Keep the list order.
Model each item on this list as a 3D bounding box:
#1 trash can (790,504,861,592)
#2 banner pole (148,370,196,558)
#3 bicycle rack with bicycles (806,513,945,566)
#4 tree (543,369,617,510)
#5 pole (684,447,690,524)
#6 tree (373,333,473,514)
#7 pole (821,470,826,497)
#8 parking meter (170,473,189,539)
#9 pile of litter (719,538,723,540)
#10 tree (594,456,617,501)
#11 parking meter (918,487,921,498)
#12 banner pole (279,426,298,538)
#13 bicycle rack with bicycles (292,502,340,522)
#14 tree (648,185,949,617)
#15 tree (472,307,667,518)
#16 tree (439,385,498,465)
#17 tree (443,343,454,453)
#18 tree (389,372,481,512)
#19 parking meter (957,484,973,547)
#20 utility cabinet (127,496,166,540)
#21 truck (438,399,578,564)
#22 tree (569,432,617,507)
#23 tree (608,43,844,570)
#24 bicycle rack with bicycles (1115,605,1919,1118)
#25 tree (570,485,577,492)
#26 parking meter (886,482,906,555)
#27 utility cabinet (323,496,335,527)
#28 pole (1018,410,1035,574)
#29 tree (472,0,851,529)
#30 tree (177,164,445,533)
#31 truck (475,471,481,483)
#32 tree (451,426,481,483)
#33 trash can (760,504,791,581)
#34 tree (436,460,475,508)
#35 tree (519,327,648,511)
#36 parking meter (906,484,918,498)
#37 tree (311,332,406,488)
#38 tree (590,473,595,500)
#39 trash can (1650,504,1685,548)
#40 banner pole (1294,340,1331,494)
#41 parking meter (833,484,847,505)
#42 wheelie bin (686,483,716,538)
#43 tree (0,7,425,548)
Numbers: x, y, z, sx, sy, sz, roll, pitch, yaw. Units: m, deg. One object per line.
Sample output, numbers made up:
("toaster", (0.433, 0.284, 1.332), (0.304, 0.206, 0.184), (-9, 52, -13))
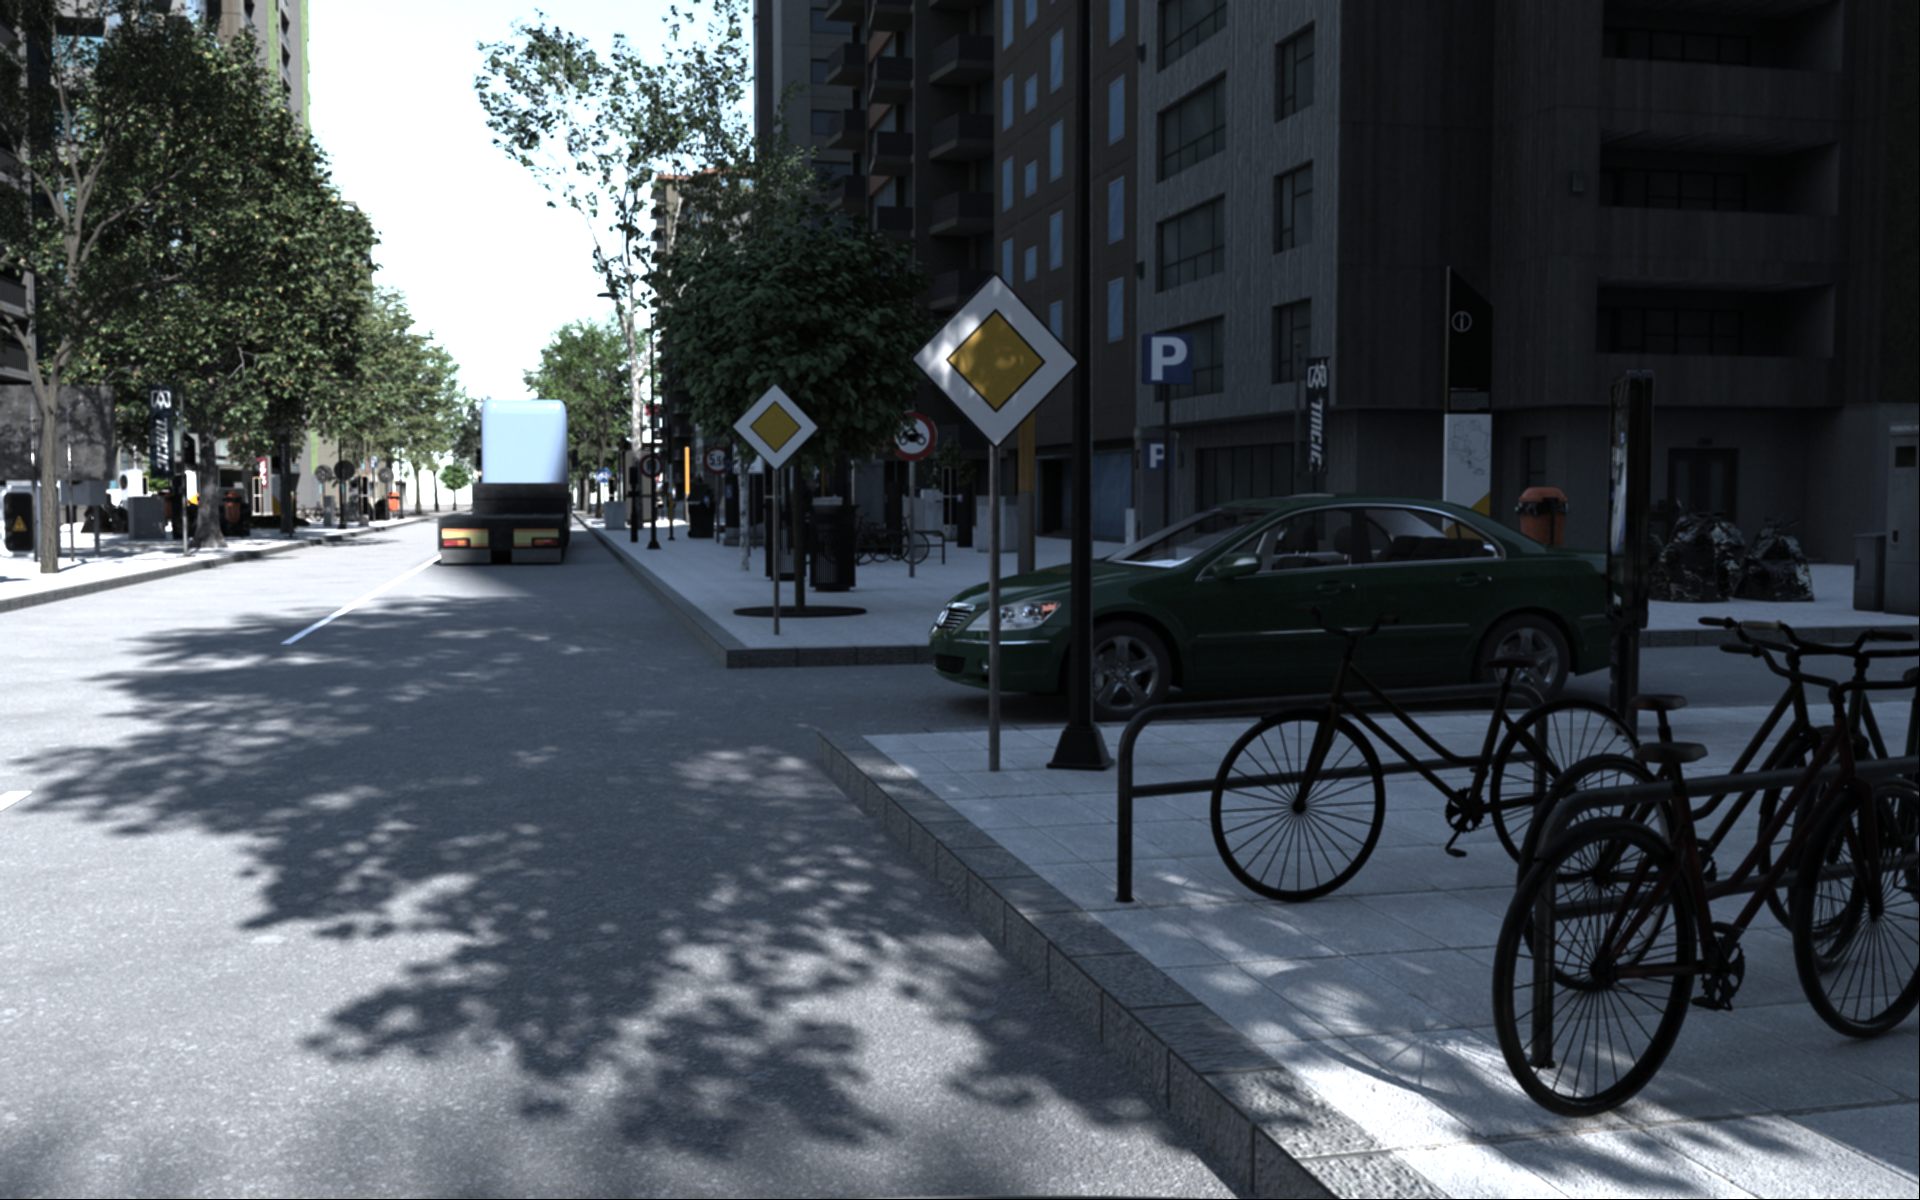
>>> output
("trash can", (-1.684, -0.686, 22.864), (0.748, 1.137, 0.748), (0, 3, 0))
("banner pole", (-15.895, -2.745, 34.895), (0.863, 3.779, 0.401), (-3, 5, -40))
("bicycle rack with bicycles", (-1.710, -1.140, 32.014), (2.925, 0.926, 2.852), (-2, 4, -29))
("tree", (-31.465, -13.692, 141.990), (7.486, 12.596, 7.792), (0, 3, 0))
("pole", (-11.860, -4.978, 75.226), (0.158, 3.312, 0.155), (0, 3, 0))
("tree", (-34.998, -11.331, 111.022), (9.928, 11.665, 9.643), (0, 3, 0))
("pole", (-3.516, -3.073, 44.086), (0.158, 3.312, 0.155), (0, 3, 0))
("parking meter", (-22.103, -2.650, 49.038), (0.255, 1.863, 0.399), (3, 4, 38))
("pile of litter", (-6.069, -2.149, 49.108), (1.719, 0.858, 1.176), (0, 4, -4))
("tree", (-17.157, -5.636, 86.748), (1.663, 3.219, 1.824), (0, 3, 0))
("parking meter", (-1.285, -2.464, 48.705), (0.372, 1.533, 0.369), (0, 3, 0))
("banner pole", (-19.717, -3.709, 50.666), (0.401, 3.779, 0.863), (-3, 5, -45))
("bicycle rack with bicycles", (-29.470, -4.113, 80.631), (2.925, 0.926, 2.852), (-1, 4, -15))
("tree", (-1.663, -2.135, 18.623), (4.285, 4.588, 4.351), (0, 3, 0))
("tree", (-19.662, -10.335, 94.740), (9.928, 11.665, 9.643), (0, 3, 0))
("tree", (-53.484, -17.287, 193.018), (12.009, 13.543, 11.850), (0, 3, 0))
("tree", (-31.338, -10.728, 93.523), (7.486, 12.596, 7.792), (0, 3, 0))
("tree", (-37.630, -11.620, 124.393), (8.767, 10.594, 7.601), (-1, 4, -17))
("parking meter", (0.118, -2.042, 41.796), (0.372, 1.533, 0.369), (0, 3, 0))
("utility cabinet", (-23.090, -2.325, 49.168), (0.306, 1.237, 1.020), (2, 4, 27))
("truck", (-11.169, -3.299, 43.695), (2.967, 4.110, 18.799), (-1, 4, -12))
("tree", (-38.148, -15.668, 173.175), (9.611, 12.733, 9.660), (0, 3, 0))
("tree", (-3.639, -4.789, 28.668), (4.737, 8.622, 4.395), (0, 3, 0))
("bicycle rack with bicycles", (1.901, 0.513, 4.996), (2.925, 0.926, 2.852), (-2, 4, -25))
("tree", (-40.975, -14.525, 187.848), (4.360, 8.622, 3.978), (0, 3, 0))
("parking meter", (-1.390, -1.734, 36.769), (0.372, 1.533, 0.369), (0, 3, 0))
("utility cabinet", (-24.963, -3.508, 68.514), (0.306, 1.237, 1.020), (-1, 4, -11))
("pole", (0.798, -1.645, 20.736), (0.158, 3.312, 0.155), (0, 3, 0))
("tree", (-10.328, -12.594, 61.800), (12.611, 20.169, 13.585), (0, 3, 0))
("tree", (-21.795, -8.443, 56.168), (7.486, 12.596, 7.792), (0, 3, 0))
("truck", (-37.770, -9.262, 140.339), (2.839, 4.237, 11.283), (-1, 4, -15))
("tree", (-49.083, -13.718, 174.645), (4.360, 8.622, 3.978), (0, 3, 0))
("trash can", (-2.583, -0.858, 25.686), (0.748, 1.137, 0.748), (0, 3, 0))
("tree", (-46.060, -10.644, 157.745), (4.285, 4.588, 4.351), (0, 3, 0))
("tree", (-28.090, -13.628, 129.479), (9.857, 13.997, 8.962), (0, 3, 0))
("parking meter", (-1.324, -2.065, 42.177), (0.372, 1.533, 0.369), (0, 3, 0))
("tree", (-25.212, -7.496, 72.921), (4.360, 8.622, 3.978), (0, 3, 0))
("tree", (-32.739, -9.779, 154.488), (1.663, 3.219, 1.824), (0, 3, 0))
("trash can", (10.096, -0.823, 25.113), (0.748, 1.137, 0.748), (0, 3, 0))
("banner pole", (5.645, -2.327, 28.056), (0.401, 3.779, 0.863), (-3, 5, -40))
("parking meter", (-3.111, -2.241, 45.052), (0.372, 1.533, 0.369), (0, 3, 0))
("wheelie bin", (-7.547, -2.610, 50.578), (0.980, 1.594, 0.693), (3, 4, 38))
("tree", (-18.077, -7.607, 41.377), (9.611, 12.733, 9.660), (0, 3, 0))
